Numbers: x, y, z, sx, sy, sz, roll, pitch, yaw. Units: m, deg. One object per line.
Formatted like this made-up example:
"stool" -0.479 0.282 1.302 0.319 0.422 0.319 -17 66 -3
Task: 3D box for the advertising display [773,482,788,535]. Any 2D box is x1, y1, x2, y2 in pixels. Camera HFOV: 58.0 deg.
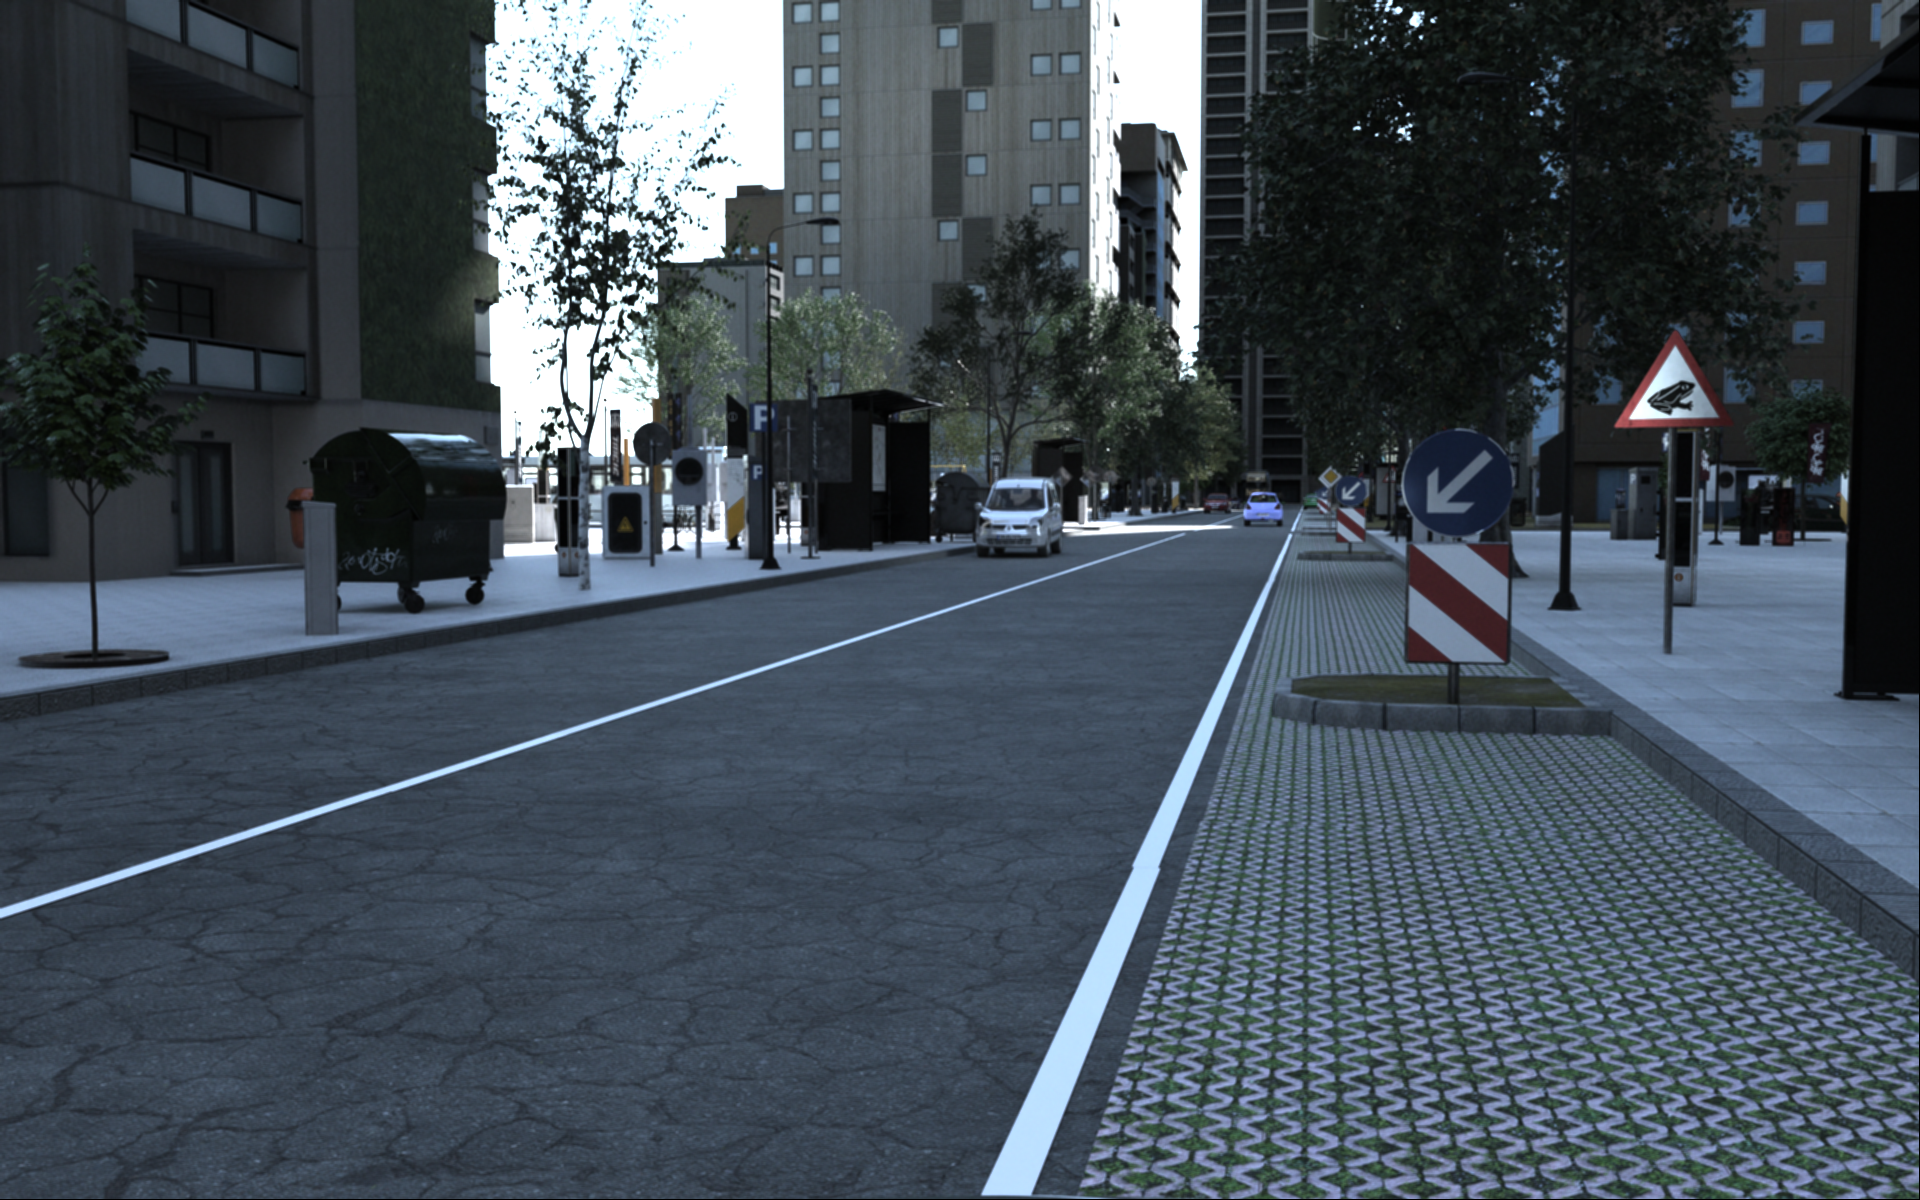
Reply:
"advertising display" -5.845 -3.002 54.295 0.974 1.923 0.123 -1 4 -21

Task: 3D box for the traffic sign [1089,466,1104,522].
"traffic sign" 6.121 -4.794 78.494 0.768 2.556 0.104 1 4 18

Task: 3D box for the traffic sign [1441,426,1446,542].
"traffic sign" 9.326 -2.043 33.399 0.884 2.594 0.081 1 4 20

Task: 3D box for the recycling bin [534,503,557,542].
"recycling bin" -11.136 -2.083 46.612 0.722 1.027 0.722 0 4 4

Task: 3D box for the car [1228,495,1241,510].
"car" 24.604 -8.854 157.345 1.945 1.354 3.894 1 4 11

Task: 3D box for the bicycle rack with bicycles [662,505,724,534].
"bicycle rack with bicycles" -8.813 -2.660 56.865 2.852 0.926 2.925 -1 4 -21

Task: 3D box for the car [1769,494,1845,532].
"car" 30.144 -3.110 60.638 4.222 1.686 2.009 1 4 13

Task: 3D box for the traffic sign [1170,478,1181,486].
"traffic sign" 15.462 -7.611 124.547 0.768 2.556 0.104 1 4 13

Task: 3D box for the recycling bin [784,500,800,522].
"recycling bin" -7.657 -4.084 79.322 0.722 1.027 0.722 0 4 1

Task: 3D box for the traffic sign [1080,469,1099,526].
"traffic sign" 5.209 -4.040 69.702 0.795 2.450 0.064 1 4 11

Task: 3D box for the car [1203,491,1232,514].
"car" 19.167 -7.325 128.804 2.155 1.783 4.494 1 4 13

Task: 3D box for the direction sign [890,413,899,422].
"direction sign" -1.804 -3.312 46.147 0.379 3.537 0.876 -2 4 -25

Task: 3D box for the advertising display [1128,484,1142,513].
"advertising display" 11.017 -6.368 109.326 0.974 1.923 0.123 -2 4 -28

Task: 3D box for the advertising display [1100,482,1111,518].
"advertising display" 7.738 -5.329 92.343 0.123 1.923 0.974 -2 4 -26

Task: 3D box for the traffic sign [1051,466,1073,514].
"traffic sign" 3.634 -3.562 61.873 0.795 2.450 0.064 1 4 11

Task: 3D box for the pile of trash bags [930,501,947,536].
"pile of trash bags" -0.024 -2.703 53.943 1.912 1.369 3.447 1 4 12

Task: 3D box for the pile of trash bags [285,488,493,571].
"pile of trash bags" -9.234 -1.093 27.621 1.912 1.369 3.447 2 4 28

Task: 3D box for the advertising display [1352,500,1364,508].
"advertising display" 19.854 -4.967 86.426 0.123 1.923 0.974 3 5 43

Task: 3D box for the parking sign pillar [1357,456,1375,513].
"parking sign pillar" 28.079 -8.016 119.532 1.447 3.967 1.447 1 4 20

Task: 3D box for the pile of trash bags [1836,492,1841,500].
"pile of trash bags" 36.005 -3.599 68.595 3.447 1.369 1.912 -2 4 -24

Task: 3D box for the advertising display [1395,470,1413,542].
"advertising display" 12.063 -2.498 46.050 0.974 1.923 0.123 1 4 9

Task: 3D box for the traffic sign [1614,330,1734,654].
"traffic sign" 5.686 -0.847 13.846 0.884 2.594 0.081 1 4 17

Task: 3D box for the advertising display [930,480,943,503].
"advertising display" -1.116 -4.645 81.153 0.123 1.923 0.974 -2 4 -34

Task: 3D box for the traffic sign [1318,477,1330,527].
"traffic sign" 14.415 -3.926 67.836 0.795 2.450 0.064 1 4 11

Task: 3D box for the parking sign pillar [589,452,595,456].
"parking sign pillar" -22.005 -7.129 105.039 1.447 3.967 1.447 -1 4 -12

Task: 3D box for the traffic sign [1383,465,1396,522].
"traffic sign" 19.518 -4.782 78.195 0.884 2.594 0.081 1 4 20

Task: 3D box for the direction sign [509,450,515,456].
"direction sign" -23.038 -5.943 89.165 0.379 3.537 0.876 0 4 5

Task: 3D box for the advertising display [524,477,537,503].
"advertising display" -16.040 -3.702 65.740 0.974 1.923 0.123 0 4 4

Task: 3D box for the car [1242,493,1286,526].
"car" 13.735 -4.203 78.308 1.945 1.707 3.694 1 4 11

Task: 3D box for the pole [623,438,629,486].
"pole" -12.116 -4.226 62.932 0.158 3.312 0.155 0 3 0

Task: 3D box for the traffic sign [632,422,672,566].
"traffic sign" -5.456 -1.868 30.650 0.768 2.556 0.104 1 4 16

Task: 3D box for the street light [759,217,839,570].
"street light" -2.711 -3.472 29.300 1.470 5.913 1.316 1 4 11

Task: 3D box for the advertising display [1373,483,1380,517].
"advertising display" 23.716 -5.668 97.889 0.974 1.923 0.123 -3 4 -37

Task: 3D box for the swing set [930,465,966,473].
"swing set" -0.961 -5.948 94.874 3.119 2.851 2.862 1 4 23

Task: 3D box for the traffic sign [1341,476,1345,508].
"traffic sign" 27.236 -7.494 122.630 0.768 2.556 0.104 1 4 16

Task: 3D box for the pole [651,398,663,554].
"pole" -6.449 -2.631 36.864 0.158 3.312 0.155 0 3 0

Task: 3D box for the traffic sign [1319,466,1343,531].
"traffic sign" 12.840 -3.447 60.007 0.795 2.450 0.064 1 4 11

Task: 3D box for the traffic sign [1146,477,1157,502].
"traffic sign" 14.292 -7.905 129.347 0.768 2.556 0.104 1 4 13

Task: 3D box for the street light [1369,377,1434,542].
"street light" 10.196 -4.093 39.467 1.470 5.913 1.316 1 4 11

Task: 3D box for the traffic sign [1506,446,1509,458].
"traffic sign" 12.262 -2.438 39.969 0.768 2.556 0.104 1 4 19

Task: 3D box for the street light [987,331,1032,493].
"street light" 1.346 -4.708 49.509 1.470 5.913 1.316 1 4 11

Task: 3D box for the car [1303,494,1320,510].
"car" 32.244 -9.113 157.799 1.959 1.807 4.718 1 4 13

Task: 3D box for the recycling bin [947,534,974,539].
"recycling bin" 0.083 -2.384 51.529 0.722 1.027 0.722 -3 4 -37

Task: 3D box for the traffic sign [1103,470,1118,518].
"traffic sign" 8.052 -5.672 92.839 0.768 2.556 0.104 1 4 12

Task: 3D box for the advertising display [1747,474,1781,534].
"advertising display" 25.508 -3.045 55.007 0.974 1.923 0.123 2 4 25

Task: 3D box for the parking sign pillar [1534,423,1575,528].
"parking sign pillar" 22.714 -4.749 66.114 1.447 3.967 1.447 0 4 1

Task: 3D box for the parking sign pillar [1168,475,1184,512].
"parking sign pillar" 15.835 -8.532 127.976 1.447 3.967 1.447 1 4 14

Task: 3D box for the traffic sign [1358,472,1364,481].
"traffic sign" 22.671 -5.925 96.980 0.768 2.556 0.104 1 4 13

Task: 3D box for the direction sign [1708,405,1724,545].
"direction sign" 19.182 -3.171 43.842 0.379 3.537 0.876 2 4 34

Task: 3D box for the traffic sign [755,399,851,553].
"traffic sign" -3.402 -2.661 37.380 2.265 3.308 0.079 1 4 20

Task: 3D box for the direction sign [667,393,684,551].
"direction sign" -6.437 -2.883 39.131 0.379 3.537 0.876 -2 4 -28

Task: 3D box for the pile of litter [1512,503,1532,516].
"pile of litter" 32.450 -5.246 99.744 1.719 0.858 1.176 3 4 36

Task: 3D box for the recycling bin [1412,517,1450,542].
"recycling bin" 11.457 -1.800 41.983 0.722 1.027 0.722 3 5 43

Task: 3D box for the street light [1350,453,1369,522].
"street light" 14.258 -5.329 59.675 1.470 5.913 1.316 1 4 11

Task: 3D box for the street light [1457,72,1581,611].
"street light" 6.180 -2.851 19.163 1.470 5.913 1.316 1 4 11
